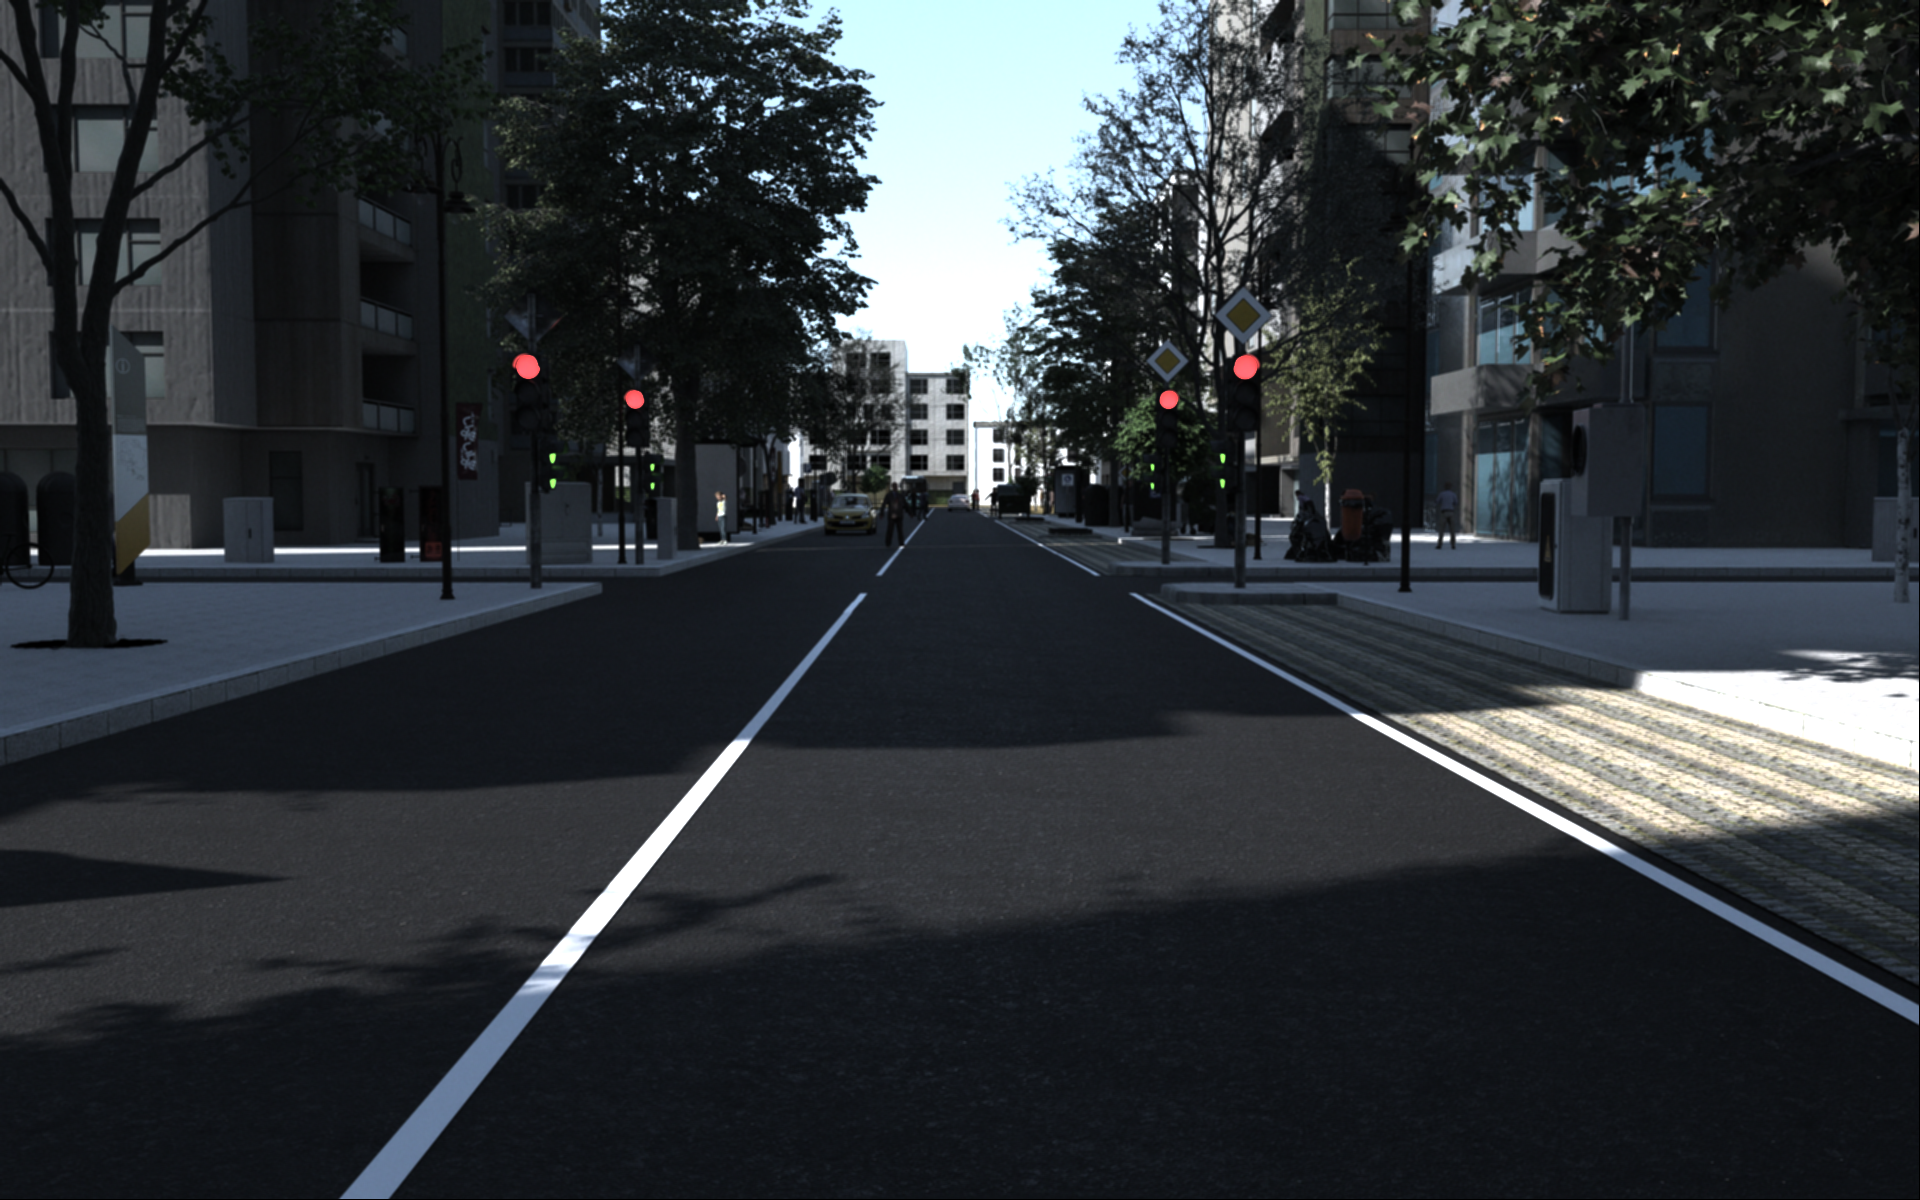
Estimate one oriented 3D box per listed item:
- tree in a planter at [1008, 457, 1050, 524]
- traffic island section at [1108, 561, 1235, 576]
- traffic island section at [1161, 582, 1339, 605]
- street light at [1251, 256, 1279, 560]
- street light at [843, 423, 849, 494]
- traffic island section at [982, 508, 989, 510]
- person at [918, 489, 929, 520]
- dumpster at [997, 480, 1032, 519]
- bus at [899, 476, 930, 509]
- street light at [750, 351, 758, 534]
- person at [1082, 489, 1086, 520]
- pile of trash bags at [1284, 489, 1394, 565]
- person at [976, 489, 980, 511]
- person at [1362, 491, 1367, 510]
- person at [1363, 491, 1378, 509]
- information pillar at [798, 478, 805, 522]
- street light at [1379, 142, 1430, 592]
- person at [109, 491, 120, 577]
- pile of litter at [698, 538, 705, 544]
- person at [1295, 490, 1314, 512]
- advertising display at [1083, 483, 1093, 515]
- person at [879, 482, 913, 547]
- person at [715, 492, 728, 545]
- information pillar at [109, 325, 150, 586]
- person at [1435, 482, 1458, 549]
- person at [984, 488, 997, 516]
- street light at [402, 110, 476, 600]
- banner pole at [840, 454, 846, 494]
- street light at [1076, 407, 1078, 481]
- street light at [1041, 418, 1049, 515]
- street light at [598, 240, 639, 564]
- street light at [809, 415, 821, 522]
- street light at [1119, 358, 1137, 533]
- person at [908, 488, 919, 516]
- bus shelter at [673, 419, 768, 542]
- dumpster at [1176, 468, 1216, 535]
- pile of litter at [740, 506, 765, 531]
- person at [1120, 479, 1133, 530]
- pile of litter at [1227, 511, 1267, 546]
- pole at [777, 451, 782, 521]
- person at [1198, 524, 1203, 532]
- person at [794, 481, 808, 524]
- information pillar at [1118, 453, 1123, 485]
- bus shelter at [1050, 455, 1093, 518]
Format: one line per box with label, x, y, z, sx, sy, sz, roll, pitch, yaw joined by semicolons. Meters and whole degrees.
tree in a planter;3.341;-5.295;83.800;1.991;3.239;1.994;0;4;0
traffic island section;3.781;-0.573;31.652;2.009;0.180;2.903;0;4;0
traffic island section;3.847;-0.085;23.668;2.009;0.180;2.903;0;4;0
street light;5.833;-3.730;33.778;0.468;5.910;1.993;0;4;0
street light;-6.961;-8.057;104.524;0.468;5.910;1.993;0;4;0
traffic island section;2.705;-8.421;160.556;1.991;0.108;1.994;0;4;0
person;-2.032;-5.249;95.235;0.530;1.710;0.541;-2;4;-29
dumpster;3.052;-5.669;97.635;1.985;2.255;1.502;0;4;-1
bus;-4.581;-10.802;171.474;2.948;3.499;13.247;0;4;-2
street light;-6.607;-5.064;55.585;0.468;5.910;1.993;0;4;0
person;6.092;-4.833;85.511;0.683;1.767;0.568;1;4;12
pile of trash bags;7.212;-1.401;32.652;1.912;1.369;3.447;0;4;5
person;1.526;-8.371;145.329;0.705;1.831;1.348;0;4;-4
person;9.787;-1.997;42.601;0.435;1.345;0.340;-3;5;-39
person;8.662;-1.648;36.900;0.435;1.345;0.340;-1;4;-23
information pillar;-7.228;-4.557;79.004;0.304;2.012;0.304;0;4;-4
street light;5.837;-3.043;22.540;0.468;5.910;1.993;0;4;0
person;-14.608;-1.234;29.495;0.431;1.722;0.655;0;4;-8
pile of litter;-7.105;-1.860;44.378;1.176;0.858;1.719;0;4;5
person;12.191;-3.186;61.373;0.697;1.427;0.421;2;4;35
advertising display;7.575;-6.029;103.789;0.974;1.923;0.123;-2;4;-30
person;-1.730;-2.331;47.160;0.990;1.755;0.434;-1;4;-19
person;-6.064;-2.091;44.139;0.435;1.345;0.340;2;4;31
information pillar;-11.618;-2.010;24.224;0.183;3.616;0.504;2;4;32
person;11.366;-1.980;40.477;0.516;1.574;0.319;0;4;7
person;2.214;-6.383;112.878;1.348;1.821;0.705;0;4;-4
street light;-6.256;-2.946;20.959;0.468;5.910;1.993;0;4;0
banner pole;-7.213;-7.131;106.610;0.401;3.779;0.863;-2;4;-29
street light;5.517;-6.640;81.349;0.468;5.910;1.993;0;4;0
street light;5.113;-8.096;105.152;0.468;5.910;1.993;0;4;0
street light;-6.238;-3.610;31.805;0.468;5.910;1.993;0;4;0
street light;-6.675;-6.544;79.789;0.468;5.910;1.993;0;4;0
street light;5.569;-5.185;57.567;0.468;5.910;1.993;0;4;0
person;-2.998;-6.422;113.522;0.705;1.821;1.348;3;5;41
bus shelter;-6.738;-3.374;49.090;2.014;3.302;5.546;0;4;0
dumpster;7.671;-3.197;54.761;1.502;2.255;1.985;0;4;-1
pile of litter;-7.681;-2.842;60.432;1.719;0.858;1.176;1;4;10
person;6.063;-3.433;62.300;0.598;1.807;0.434;3;4;37
pile of litter;7.016;-1.774;42.969;1.719;0.858;1.176;-2;4;-35
pole;-8.573;-5.416;82.388;0.158;3.312;0.155;0;3;0
person;8.216;-3.081;58.691;0.388;1.546;0.482;2;4;34
person;-6.878;-4.237;75.184;0.599;1.838;0.709;3;5;43
information pillar;7.462;-5.459;80.616;0.183;3.616;0.504;-1;4;-19
bus shelter;5.927;-5.991;91.871;2.014;3.302;5.546;0;4;-1
